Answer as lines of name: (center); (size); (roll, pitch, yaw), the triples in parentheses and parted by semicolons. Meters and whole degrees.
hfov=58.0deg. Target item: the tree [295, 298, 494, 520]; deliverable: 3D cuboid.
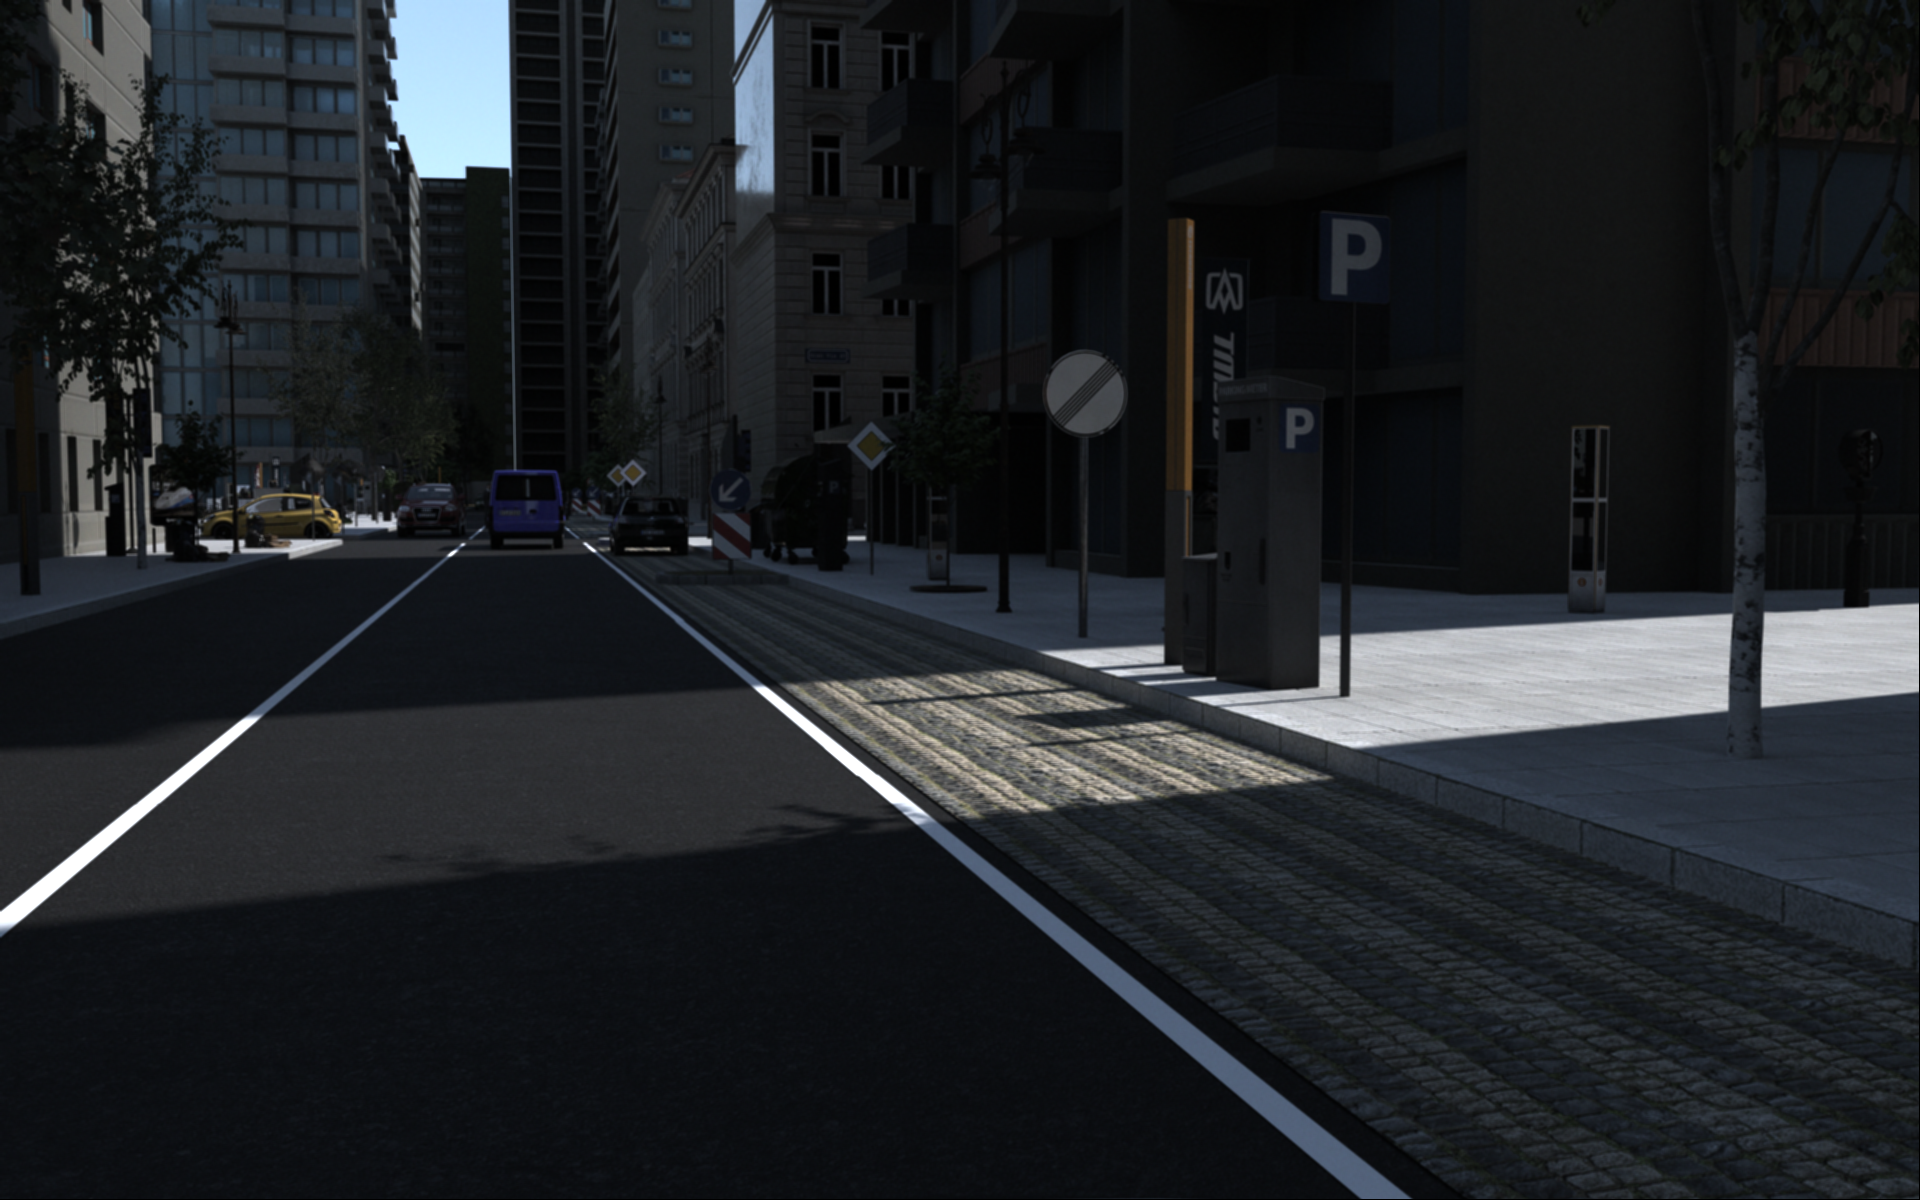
tree: (-28.671, -9.125, 83.600); (8.767, 10.594, 7.601); (2, 4, 32)

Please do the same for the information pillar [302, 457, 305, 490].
information pillar: (-41.010, -7.150, 108.260); (0.183, 3.616, 0.504); (-2, 4, -27)

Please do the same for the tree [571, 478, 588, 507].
tree: (-38.570, -11.181, 177.417); (1.663, 3.219, 1.824); (0, 3, 0)

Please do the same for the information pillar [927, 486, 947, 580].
information pillar: (-0.330, -1.304, 25.811); (0.304, 2.012, 0.304); (-1, 4, -9)

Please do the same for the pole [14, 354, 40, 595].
pole: (-11.818, -1.717, 21.922); (0.158, 3.312, 0.155); (0, 3, 0)

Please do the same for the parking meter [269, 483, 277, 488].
parking meter: (-36.491, -5.279, 92.023); (0.399, 1.863, 0.255); (2, 4, 32)

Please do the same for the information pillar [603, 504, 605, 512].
information pillar: (-25.898, -7.472, 126.660); (0.304, 2.012, 0.304); (-3, 4, -37)

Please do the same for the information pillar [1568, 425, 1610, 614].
information pillar: (6.782, -0.868, 18.689); (0.304, 2.012, 0.304); (3, 5, 41)

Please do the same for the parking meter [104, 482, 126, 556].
parking meter: (-17.444, -1.673, 35.764); (0.372, 1.533, 0.369); (0, 3, 0)

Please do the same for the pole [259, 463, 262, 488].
pole: (-45.144, -7.217, 111.841); (0.158, 3.312, 0.155); (0, 3, 0)

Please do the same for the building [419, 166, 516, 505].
building: (-63.373, -32.681, 217.928); (14.086, 41.232, 14.154); (-1, 4, -14)

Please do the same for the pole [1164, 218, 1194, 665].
pole: (1.643, -1.170, 12.971); (0.158, 3.312, 0.155); (0, 3, 0)

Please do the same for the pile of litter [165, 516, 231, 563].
pile of litter: (-14.609, -1.175, 33.171); (1.176, 0.858, 1.719); (-1, 4, -20)

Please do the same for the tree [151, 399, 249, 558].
tree: (-15.667, -2.491, 35.334); (1.663, 3.219, 1.824); (0, 3, 0)

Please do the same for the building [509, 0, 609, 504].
building: (-47.201, -48.048, 223.833); (20.611, 71.187, 20.563); (-1, 4, -14)

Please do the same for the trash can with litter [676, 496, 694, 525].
trash can with litter: (-12.056, -3.765, 72.615); (2.233, 1.210, 1.678); (-2, 4, -31)

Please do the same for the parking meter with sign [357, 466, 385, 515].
parking meter with sign: (-36.721, -6.820, 107.767); (1.738, 3.016, 0.543); (0, 4, 5)

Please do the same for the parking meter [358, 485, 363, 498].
parking meter: (-39.286, -6.595, 113.541); (0.255, 1.863, 0.399); (0, 4, -5)

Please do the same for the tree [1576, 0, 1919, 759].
tree: (3.888, -3.524, 7.976); (4.737, 8.622, 4.395); (0, 3, 0)

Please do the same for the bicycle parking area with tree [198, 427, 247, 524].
bicycle parking area with tree: (-34.184, -5.258, 72.967); (8.231, 4.147, 9.016); (1, 4, 10)

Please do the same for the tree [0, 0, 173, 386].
tree: (-10.879, -5.836, 12.428); (9.611, 12.733, 9.660); (0, 3, 0)

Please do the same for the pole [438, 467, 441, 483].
pole: (-38.560, -8.230, 128.404); (0.158, 3.312, 0.155); (0, 3, 0)

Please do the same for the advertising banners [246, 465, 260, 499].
advertising banners: (-41.600, -6.471, 101.989); (0.090, 3.025, 2.074); (0, 4, -1)

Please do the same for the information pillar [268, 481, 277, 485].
information pillar: (-37.614, -5.524, 94.807); (0.304, 2.012, 0.304); (1, 4, 19)

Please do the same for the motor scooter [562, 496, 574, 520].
motor scooter: (-21.560, -5.021, 94.878); (0.815, 1.314, 1.986); (-1, 4, -13)

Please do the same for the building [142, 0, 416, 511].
building: (-56.855, -31.729, 138.378); (23.786, 49.044, 30.456); (-1, 4, -14)

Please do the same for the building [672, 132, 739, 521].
building: (-7.953, -13.487, 85.140); (10.561, 19.102, 19.286); (-1, 4, -14)

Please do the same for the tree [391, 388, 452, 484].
tree: (-34.438, -9.822, 110.957); (4.737, 8.622, 4.395); (0, 3, 0)

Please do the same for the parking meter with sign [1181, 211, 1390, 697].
parking meter with sign: (2.090, -0.941, 11.638); (0.543, 3.016, 1.738); (-2, 4, -25)

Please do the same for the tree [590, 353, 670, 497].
tree: (-17.440, -8.553, 90.210); (4.737, 8.622, 4.395); (0, 3, 0)

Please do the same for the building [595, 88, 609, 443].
building: (-28.074, -34.865, 189.643); (23.786, 49.044, 30.456); (-1, 4, -14)

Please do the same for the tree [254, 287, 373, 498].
tree: (-22.648, -6.779, 61.201); (4.360, 8.622, 3.978); (0, 3, 0)

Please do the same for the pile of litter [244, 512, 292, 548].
pile of litter: (-16.706, -1.698, 41.731); (1.176, 0.858, 1.719); (0, 4, -8)

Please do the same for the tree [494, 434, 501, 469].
tree: (-31.643, -10.034, 98.472); (8.767, 10.594, 7.601); (3, 4, 39)

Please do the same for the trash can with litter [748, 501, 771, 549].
trash can with litter: (-4.883, -1.774, 40.400); (1.055, 1.170, 0.624); (1, 4, 15)

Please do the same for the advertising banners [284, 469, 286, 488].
advertising banners: (-47.511, -7.711, 122.268); (0.090, 3.025, 2.074); (-2, 4, -30)

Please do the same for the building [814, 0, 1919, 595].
building: (9.849, -23.294, 35.475); (22.147, 44.769, 28.867); (-1, 4, -14)

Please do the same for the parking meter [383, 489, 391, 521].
parking meter: (-27.088, -4.493, 81.869); (0.372, 1.533, 0.369); (0, 3, 0)

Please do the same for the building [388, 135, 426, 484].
building: (-68.252, -29.818, 179.403); (23.993, 40.220, 32.217); (-1, 4, -14)

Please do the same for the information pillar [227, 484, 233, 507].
information pillar: (-51.493, -7.198, 122.173); (0.304, 2.012, 0.304); (2, 4, 35)

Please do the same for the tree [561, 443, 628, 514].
tree: (-23.082, -7.896, 112.808); (4.285, 4.588, 4.351); (0, 3, 0)

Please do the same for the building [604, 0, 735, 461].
building: (-19.369, -32.222, 150.536); (21.300, 48.544, 21.600); (-1, 4, -14)

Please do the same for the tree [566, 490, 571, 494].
tree: (-45.700, -12.786, 203.644); (1.663, 3.219, 1.824); (0, 3, 0)

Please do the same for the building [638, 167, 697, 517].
building: (-13.007, -16.479, 105.587); (11.583, 22.565, 21.152); (-1, 4, -14)

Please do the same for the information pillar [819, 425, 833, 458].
information pillar: (-4.488, -4.100, 58.391); (0.504, 3.616, 0.183); (-1, 4, -22)

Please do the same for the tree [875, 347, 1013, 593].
tree: (-0.176, -1.737, 23.002); (1.663, 3.219, 1.824); (0, 3, 0)

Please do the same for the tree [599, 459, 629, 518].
tree: (-20.815, -6.740, 104.804); (1.663, 3.219, 1.824); (0, 3, 0)

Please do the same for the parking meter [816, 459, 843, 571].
parking meter: (-2.175, -1.416, 28.858); (0.399, 1.863, 0.255); (-2, 4, -33)

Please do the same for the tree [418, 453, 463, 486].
tree: (-44.409, -10.016, 147.478); (4.285, 4.588, 4.351); (0, 3, 0)

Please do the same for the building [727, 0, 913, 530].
building: (3.773, -16.645, 69.404); (25.104, 27.353, 12.463); (-1, 4, -14)

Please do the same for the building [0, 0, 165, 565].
building: (-31.642, -11.201, 28.172); (28.899, 21.520, 27.650); (-1, 4, -14)

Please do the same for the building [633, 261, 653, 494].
building: (-17.608, -16.481, 124.224); (10.420, 20.320, 16.860); (-1, 4, -14)

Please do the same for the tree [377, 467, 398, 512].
tree: (-41.269, -7.992, 125.273); (1.663, 3.219, 1.824); (0, 3, 0)

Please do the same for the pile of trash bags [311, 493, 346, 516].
pile of trash bags: (-35.250, -5.150, 93.950); (1.912, 1.369, 3.447); (3, 5, 39)

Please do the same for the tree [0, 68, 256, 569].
tree: (-14.270, -4.834, 29.401); (4.737, 8.622, 4.395); (0, 3, 0)

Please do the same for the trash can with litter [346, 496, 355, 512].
trash can with litter: (-42.649, -6.746, 121.687); (1.055, 1.170, 0.624); (-1, 4, -22)

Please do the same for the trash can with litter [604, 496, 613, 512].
trash can with litter: (-21.467, -5.825, 106.624); (0.624, 1.170, 1.055); (-3, 5, -43)

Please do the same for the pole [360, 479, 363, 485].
pole: (-39.927, -7.441, 115.501); (0.158, 3.312, 0.155); (0, 3, 0)
